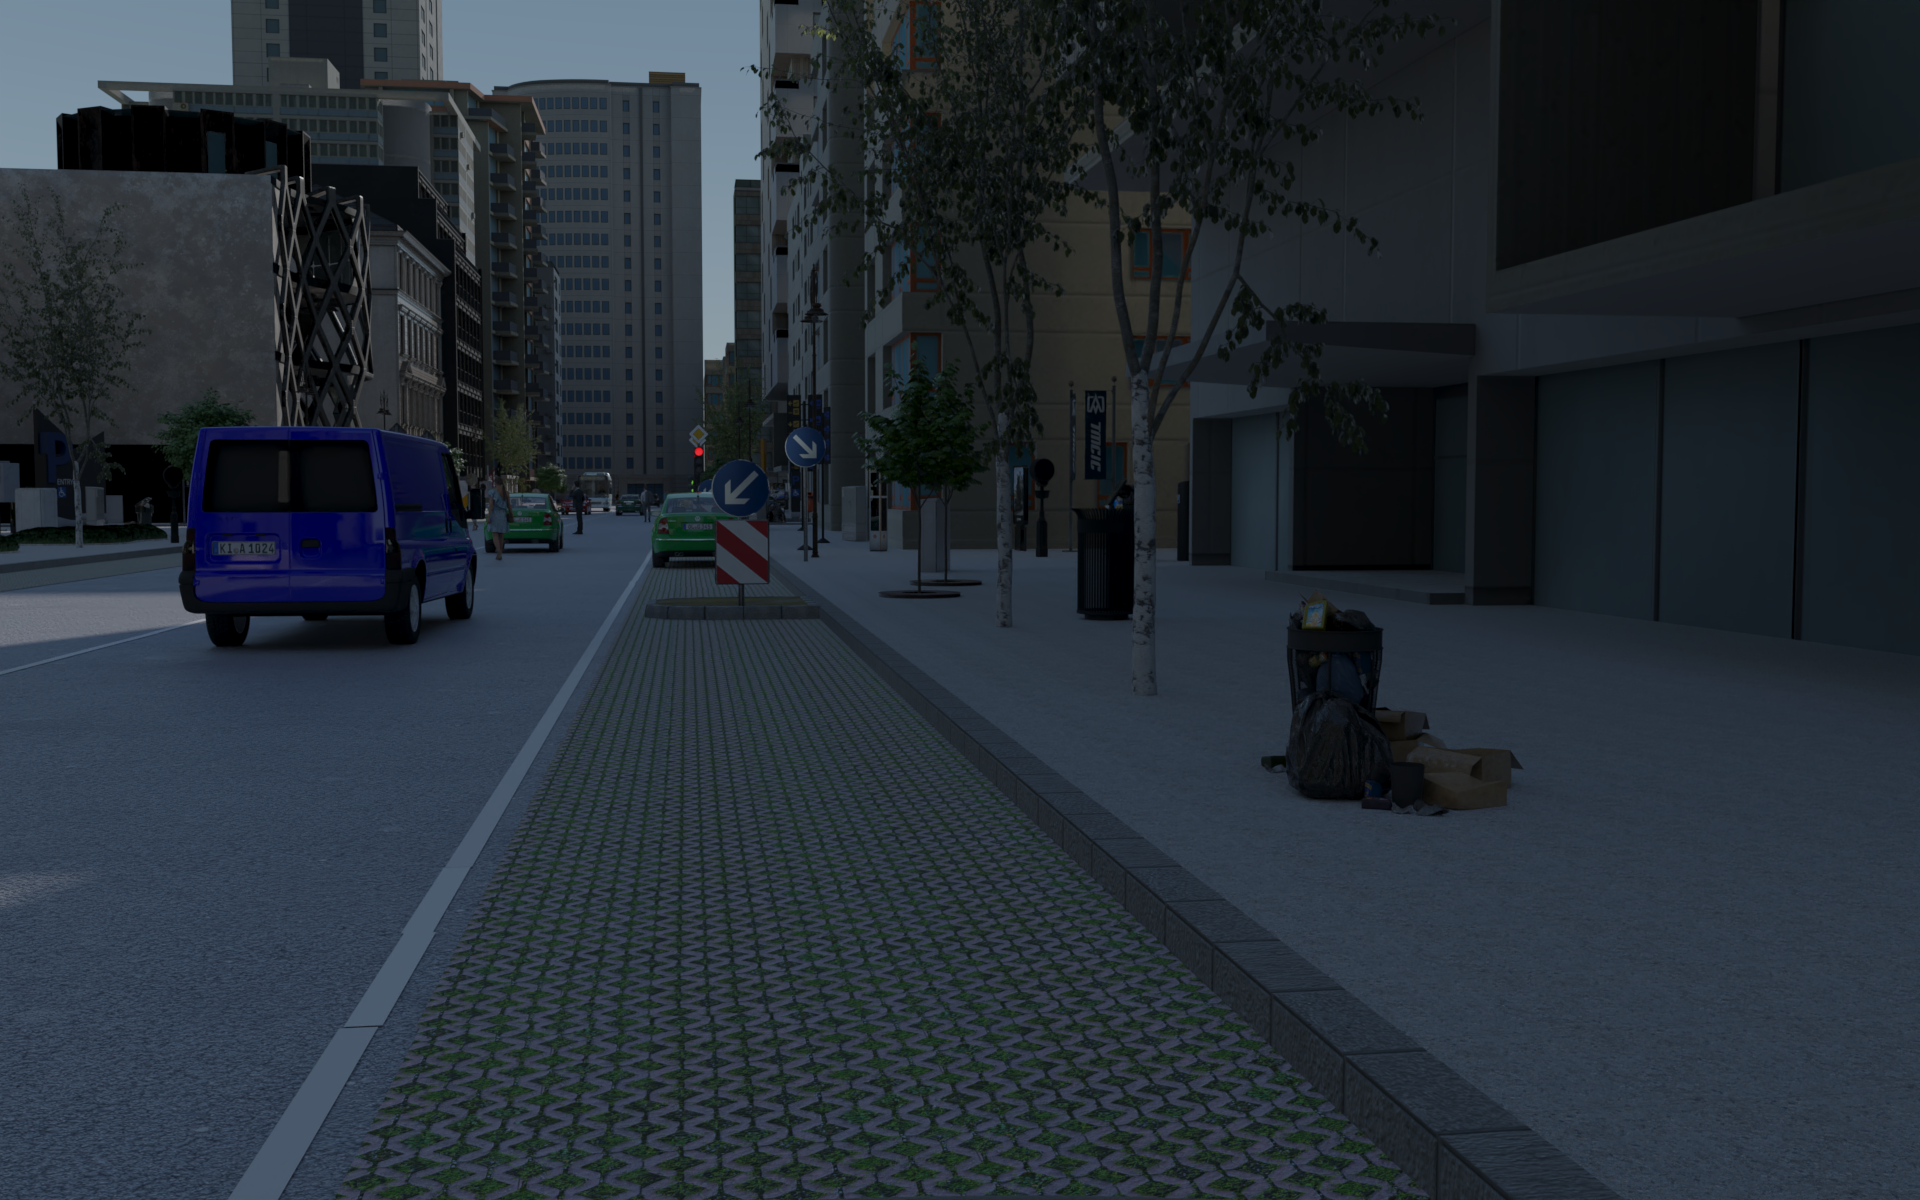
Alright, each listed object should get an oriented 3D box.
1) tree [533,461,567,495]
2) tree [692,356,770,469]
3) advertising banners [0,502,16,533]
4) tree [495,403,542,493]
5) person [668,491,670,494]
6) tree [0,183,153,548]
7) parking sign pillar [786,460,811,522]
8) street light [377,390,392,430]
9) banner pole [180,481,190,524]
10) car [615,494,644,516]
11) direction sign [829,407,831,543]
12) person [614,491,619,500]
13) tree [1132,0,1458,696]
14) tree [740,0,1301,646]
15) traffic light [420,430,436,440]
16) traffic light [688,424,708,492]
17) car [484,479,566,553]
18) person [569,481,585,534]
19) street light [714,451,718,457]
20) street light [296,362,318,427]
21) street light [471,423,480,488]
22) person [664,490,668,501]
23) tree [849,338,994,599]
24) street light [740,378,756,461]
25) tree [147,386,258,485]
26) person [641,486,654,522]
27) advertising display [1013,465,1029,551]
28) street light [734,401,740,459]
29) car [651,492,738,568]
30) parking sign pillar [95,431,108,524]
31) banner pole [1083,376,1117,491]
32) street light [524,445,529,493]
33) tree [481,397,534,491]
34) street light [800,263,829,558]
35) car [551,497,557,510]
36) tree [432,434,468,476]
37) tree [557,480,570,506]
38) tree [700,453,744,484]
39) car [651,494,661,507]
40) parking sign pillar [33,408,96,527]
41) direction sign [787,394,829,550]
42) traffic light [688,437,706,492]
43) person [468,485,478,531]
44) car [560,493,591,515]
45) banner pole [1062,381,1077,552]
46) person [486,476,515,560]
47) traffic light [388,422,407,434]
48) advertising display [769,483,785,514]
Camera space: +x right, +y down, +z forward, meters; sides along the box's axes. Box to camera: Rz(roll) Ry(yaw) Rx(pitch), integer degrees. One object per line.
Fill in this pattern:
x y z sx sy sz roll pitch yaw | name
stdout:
-40.425 -11.451 170.943 4.285 4.588 4.351 0 3 0 | tree
-11.963 -8.644 91.699 4.737 8.622 4.395 0 3 0 | tree
-31.370 -3.666 56.124 2.074 3.025 0.090 -1 4 -15 | advertising banners
-35.876 -11.595 139.947 4.360 8.622 3.978 0 3 0 | tree
-35.536 -12.452 212.537 0.568 1.767 0.683 2 4 23 | person
-21.117 -5.541 40.965 4.360 8.622 3.978 0 3 0 | tree
-7.624 -5.607 80.142 1.447 3.967 1.447 0 4 -8 | parking sign pillar
-25.430 -6.351 76.628 0.468 5.910 1.993 -1 4 -9 | street light
-32.950 -5.132 73.923 0.401 3.779 0.863 2 4 29 | banner pole
-22.039 -6.371 115.956 2.131 1.459 4.920 0 4 -7 | car
-3.588 -3.257 45.254 0.379 3.537 0.876 -2 4 -31 | direction sign
-36.711 -10.754 185.144 0.721 1.723 1.217 -2 4 -33 | person
1.291 -3.685 10.615 4.360 8.622 3.978 0 3 0 | tree
0.212 -4.037 16.365 4.360 8.622 3.978 0 3 0 | tree
-23.289 -5.315 75.826 0.839 4.253 0.868 -1 4 -9 | traffic light
-10.530 -4.944 69.760 0.839 4.253 0.868 -1 4 -9 | traffic light
-11.004 -2.144 43.843 1.959 1.807 4.718 -1 4 -11 | car
-13.615 -3.282 61.515 0.474 1.900 0.648 0 4 0 | person
-21.342 -10.953 151.862 0.468 5.910 1.993 -1 4 -9 | street light
-22.961 -5.392 60.944 0.468 5.910 1.993 -1 4 -9 | street light
-30.769 -8.397 110.071 0.468 5.910 1.993 -1 4 -9 | street light
-24.987 -8.443 146.889 0.444 1.785 0.601 1 4 19 | person
-0.560 -1.661 21.765 1.663 3.219 1.824 0 3 0 | tree
-8.389 -5.896 69.180 0.468 5.910 1.993 -1 4 -9 | street light
-22.758 -4.207 52.493 4.285 4.588 4.351 0 3 0 | tree
-15.881 -4.858 88.033 0.679 1.850 0.850 -1 4 -18 | person
1.370 -2.077 39.176 0.123 1.923 0.974 -1 4 -12 | advertising display
-10.821 -6.860 84.951 0.468 5.910 1.993 -1 4 -9 | street light
-5.277 -1.602 34.983 1.959 1.807 4.718 0 4 -8 | car
-37.131 -5.215 73.736 1.447 3.967 1.447 -3 4 -38 | parking sign pillar
3.040 -2.863 36.821 0.863 3.779 0.401 0 4 -6 | banner pole
-36.088 -10.471 143.996 0.468 5.910 1.993 -1 4 -9 | street light
-34.262 -11.083 131.565 4.737 8.622 4.395 0 3 0 | tree
-2.932 -3.799 34.902 0.468 5.910 1.993 -1 4 -9 | street light
-24.874 -5.502 102.316 2.083 1.381 4.827 0 4 -8 | car
-28.283 -6.711 93.444 4.285 4.588 4.351 0 3 0 | tree
-44.160 -12.056 191.712 1.663 3.219 1.824 0 3 0 | tree
-16.702 -8.642 125.015 4.285 4.588 4.351 0 3 0 | tree
-33.153 -10.788 186.173 2.009 1.686 4.222 -1 4 -10 | car
-28.605 -4.056 54.789 1.447 3.967 1.447 1 4 14 | parking sign pillar
-3.541 -2.907 39.531 0.876 3.537 0.379 1 4 20 | direction sign
-11.772 -5.427 77.649 0.839 4.253 0.868 -1 4 -9 | traffic light
-19.057 -3.621 68.060 0.694 1.780 0.624 2 4 29 | person
-26.482 -6.757 119.516 2.155 1.783 4.494 0 4 -7 | car
2.479 -2.942 38.122 0.401 3.779 0.863 0 4 -5 | banner pole
-9.918 -1.763 37.411 0.616 1.811 0.778 -2 4 -25 | person
-22.047 -4.833 67.938 0.839 4.253 0.868 -1 4 -9 | traffic light
-10.607 -5.818 100.336 0.974 1.923 0.123 0 4 3 | advertising display
